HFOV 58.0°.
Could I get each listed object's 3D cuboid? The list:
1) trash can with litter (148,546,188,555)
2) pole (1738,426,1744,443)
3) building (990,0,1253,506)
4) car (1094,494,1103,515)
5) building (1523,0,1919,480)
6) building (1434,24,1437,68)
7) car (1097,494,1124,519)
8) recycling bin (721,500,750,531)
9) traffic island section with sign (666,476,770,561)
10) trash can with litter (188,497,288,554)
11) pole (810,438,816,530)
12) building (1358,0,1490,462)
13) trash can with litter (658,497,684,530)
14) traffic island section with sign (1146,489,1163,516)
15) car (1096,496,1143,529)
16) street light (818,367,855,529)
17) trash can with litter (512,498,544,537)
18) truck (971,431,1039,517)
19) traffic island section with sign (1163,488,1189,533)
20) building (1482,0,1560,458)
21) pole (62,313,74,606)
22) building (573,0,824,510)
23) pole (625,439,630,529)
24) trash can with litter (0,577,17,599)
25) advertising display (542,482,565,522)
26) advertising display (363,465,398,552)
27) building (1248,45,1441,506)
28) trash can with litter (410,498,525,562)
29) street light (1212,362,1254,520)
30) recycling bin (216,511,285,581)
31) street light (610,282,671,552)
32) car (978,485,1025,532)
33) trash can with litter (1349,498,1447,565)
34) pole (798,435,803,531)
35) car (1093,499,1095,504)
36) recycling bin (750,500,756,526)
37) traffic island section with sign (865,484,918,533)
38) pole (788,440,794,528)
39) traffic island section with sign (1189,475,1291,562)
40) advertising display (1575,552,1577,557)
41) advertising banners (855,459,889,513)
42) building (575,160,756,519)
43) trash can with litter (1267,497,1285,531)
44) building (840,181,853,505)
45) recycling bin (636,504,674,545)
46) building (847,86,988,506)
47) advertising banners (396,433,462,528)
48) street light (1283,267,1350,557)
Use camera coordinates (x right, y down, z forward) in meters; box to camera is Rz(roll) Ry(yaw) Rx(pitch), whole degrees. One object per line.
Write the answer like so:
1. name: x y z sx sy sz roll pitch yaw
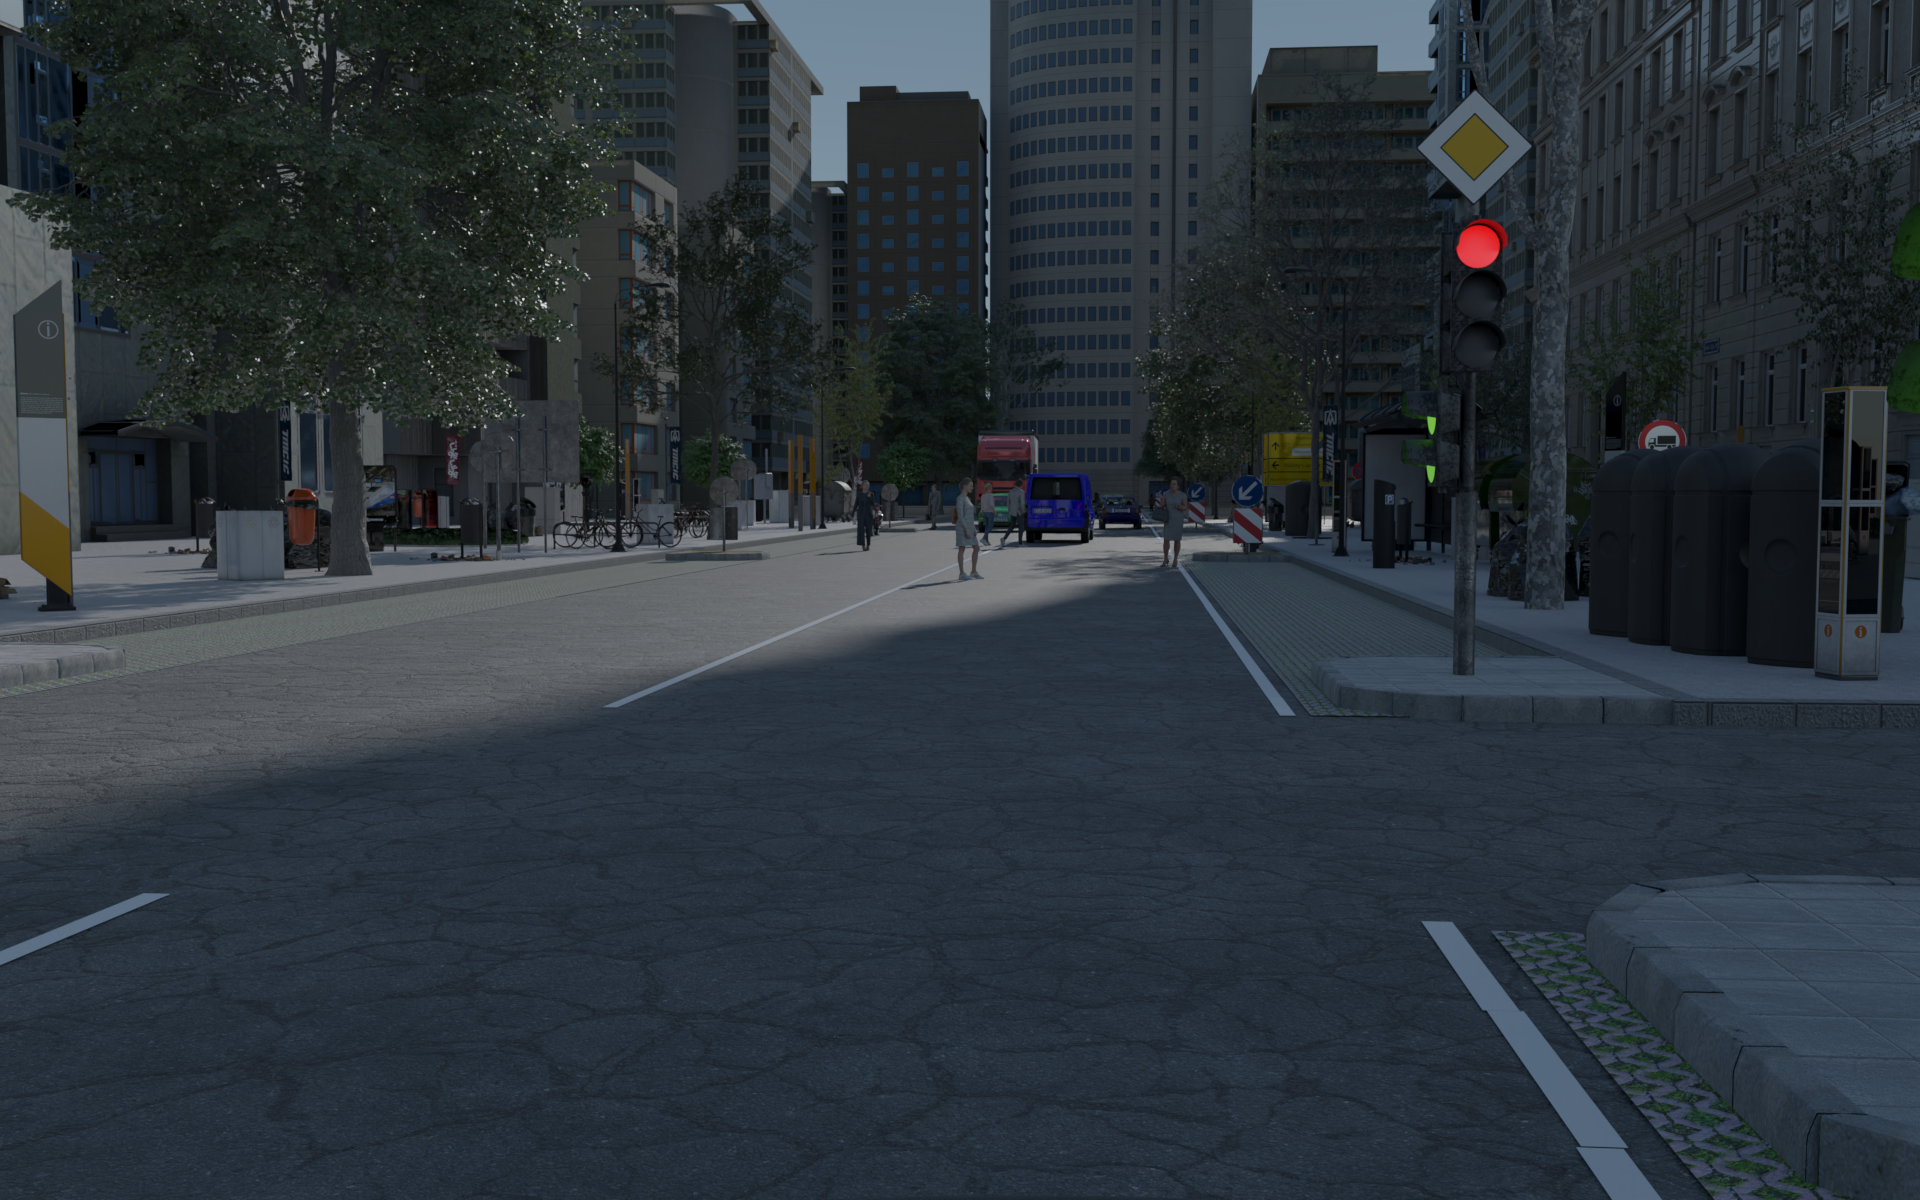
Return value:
1. trash can with litter: -16.508 -1.613 37.430 2.233 1.210 1.678 1 4 23
2. pole: 23.250 -3.535 51.641 0.158 3.312 0.155 0 3 0
3. building: 17.663 -39.894 194.268 28.212 58.520 21.231 0 4 5
4. car: 10.253 -6.595 119.633 2.131 1.459 4.920 0 4 7
5. building: 32.451 -16.806 72.037 12.463 27.353 25.104 0 4 5
6. building: 67.415 -39.591 189.309 28.212 58.520 21.231 0 4 5
7. car: 8.893 -5.459 101.047 2.131 1.459 4.920 0 4 5
8. recycling bin: -7.941 -2.956 60.887 0.722 1.027 0.722 1 4 10
9. traffic island section with sign: -5.237 -1.793 37.942 1.989 1.847 2.006 0 4 5
10. trash can with litter: -13.579 -1.398 33.914 1.678 1.210 2.233 3 5 42
11. pole: -5.324 -4.206 62.609 0.158 3.312 0.155 0 3 0
12. building: 43.320 -49.855 127.804 22.319 86.520 31.000 0 4 5
13. trash can with litter: -10.382 -3.112 62.264 1.055 1.170 0.624 0 4 -3
14. traffic island section with sign: 13.410 -6.428 113.729 1.989 1.847 2.006 0 4 5
15. car: 6.614 -3.616 71.696 1.945 1.354 3.894 0 4 4
16. street light: -4.521 -5.565 63.527 1.470 5.913 1.316 0 4 5
17. trash can with litter: -12.980 -2.494 52.157 0.624 1.170 1.055 1 4 15
18. truck: 2.195 -5.494 78.743 2.839 4.237 11.283 0 4 4
19. traffic island section with sign: 8.615 -3.391 64.071 1.989 1.847 2.006 0 4 5
20. building: 44.536 -25.037 101.239 32.217 40.220 23.993 0 4 5
21. pole: -10.188 -1.573 19.566 0.158 3.312 0.155 0 3 0
22. building: -24.237 -27.191 136.454 23.993 40.220 32.217 0 4 5
23. pole: -12.306 -4.298 64.117 0.158 3.312 0.155 0 3 0
24. trash can with litter: -12.094 -0.597 21.150 1.055 1.170 0.624 0 4 0
25. advertising display: -17.330 -4.198 73.850 0.974 1.923 0.123 0 4 7
26. advertising display: -13.039 -2.041 38.590 0.974 1.923 0.123 0 4 -7
27. building: 42.580 -34.731 191.551 21.600 48.544 21.300 0 4 5
28. trash can with litter: -9.689 -1.379 33.606 2.233 1.210 1.678 2 4 30
29. street light: 9.690 -5.387 60.623 1.470 5.913 1.316 0 4 5
30. recycling bin: -10.645 -0.821 25.980 0.722 1.027 0.722 3 5 40
31. street light: -7.038 -4.014 38.164 1.470 5.913 1.316 0 4 5
32. car: 1.722 -3.531 66.530 1.959 1.807 4.718 0 4 6
33. trash can with litter: 8.252 -1.296 32.242 1.678 1.210 2.233 0 4 1
34. pole: -5.487 -4.018 59.532 0.158 3.312 0.155 0 3 0
35. car: 13.128 -9.057 158.301 2.015 1.641 3.980 0 4 5
36. recycling bin: -8.701 -3.534 70.341 0.722 1.027 0.722 0 4 1
37. traffic island section with sign: -2.630 -3.444 64.932 1.989 1.847 2.006 0 4 5
38. pole: -6.378 -4.379 65.433 0.158 3.312 0.155 0 3 0
39. traffic island section with sign: 5.997 -1.741 37.086 1.989 1.847 2.006 0 4 5
40. advertising display: 12.408 -1.836 35.226 0.974 1.923 0.123 -2 4 -35
41. advertising banners: -4.369 -5.480 85.784 2.074 3.025 0.090 2 4 34
42. building: -29.190 -15.931 105.511 27.650 21.520 28.899 0 4 5
43. trash can with litter: 11.127 -2.955 59.706 1.055 1.170 0.624 2 4 25
44. building: -23.032 -31.341 204.308 23.993 40.220 32.217 0 4 5
45. recycling bin: -7.809 -1.944 44.341 0.722 1.027 0.722 -3 5 -39
46. building: -4.410 -33.217 193.211 14.200 45.320 14.600 0 4 5
47. advertising banners: -15.203 -3.263 49.540 2.074 3.025 0.090 -3 4 -38
48. street light: 7.319 -3.855 35.574 1.470 5.913 1.316 0 4 5
